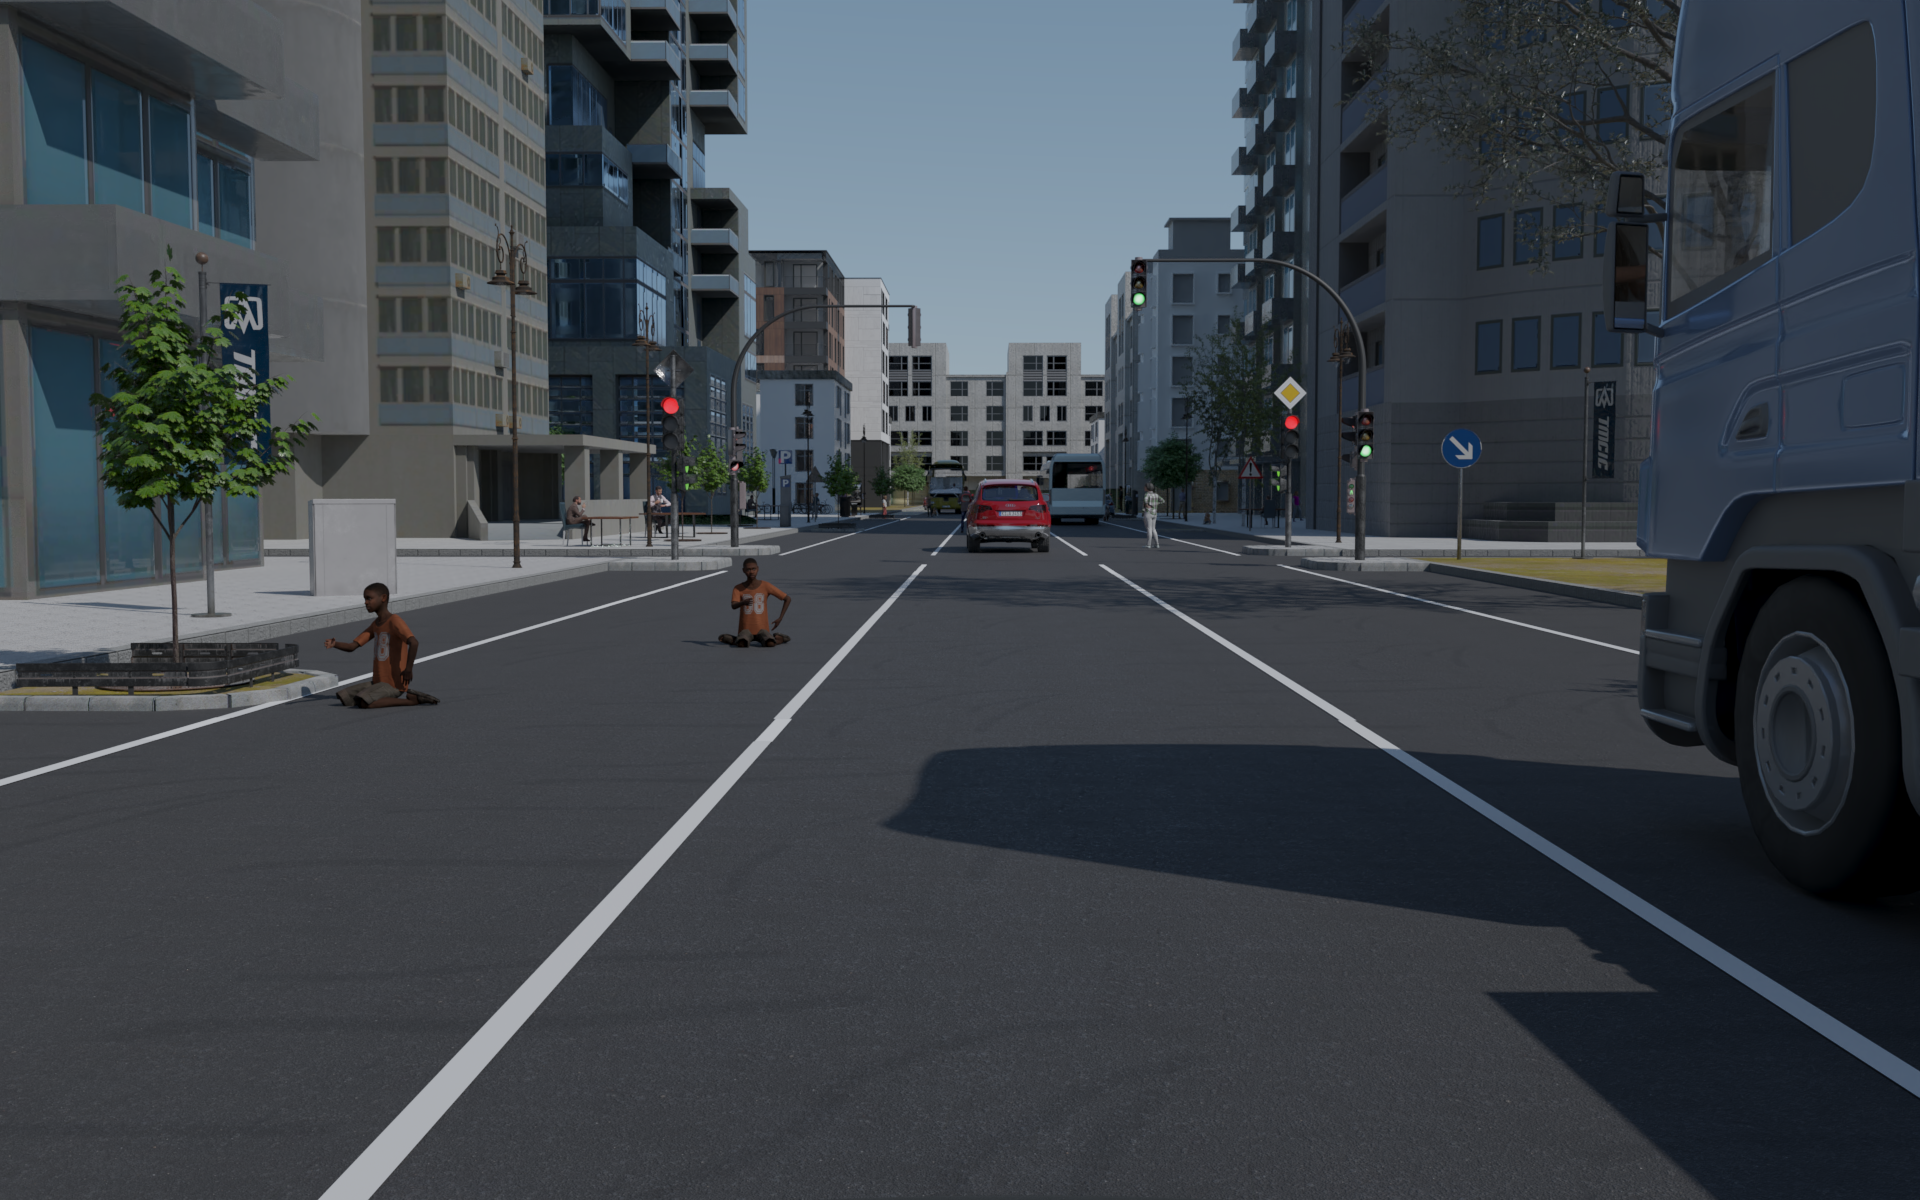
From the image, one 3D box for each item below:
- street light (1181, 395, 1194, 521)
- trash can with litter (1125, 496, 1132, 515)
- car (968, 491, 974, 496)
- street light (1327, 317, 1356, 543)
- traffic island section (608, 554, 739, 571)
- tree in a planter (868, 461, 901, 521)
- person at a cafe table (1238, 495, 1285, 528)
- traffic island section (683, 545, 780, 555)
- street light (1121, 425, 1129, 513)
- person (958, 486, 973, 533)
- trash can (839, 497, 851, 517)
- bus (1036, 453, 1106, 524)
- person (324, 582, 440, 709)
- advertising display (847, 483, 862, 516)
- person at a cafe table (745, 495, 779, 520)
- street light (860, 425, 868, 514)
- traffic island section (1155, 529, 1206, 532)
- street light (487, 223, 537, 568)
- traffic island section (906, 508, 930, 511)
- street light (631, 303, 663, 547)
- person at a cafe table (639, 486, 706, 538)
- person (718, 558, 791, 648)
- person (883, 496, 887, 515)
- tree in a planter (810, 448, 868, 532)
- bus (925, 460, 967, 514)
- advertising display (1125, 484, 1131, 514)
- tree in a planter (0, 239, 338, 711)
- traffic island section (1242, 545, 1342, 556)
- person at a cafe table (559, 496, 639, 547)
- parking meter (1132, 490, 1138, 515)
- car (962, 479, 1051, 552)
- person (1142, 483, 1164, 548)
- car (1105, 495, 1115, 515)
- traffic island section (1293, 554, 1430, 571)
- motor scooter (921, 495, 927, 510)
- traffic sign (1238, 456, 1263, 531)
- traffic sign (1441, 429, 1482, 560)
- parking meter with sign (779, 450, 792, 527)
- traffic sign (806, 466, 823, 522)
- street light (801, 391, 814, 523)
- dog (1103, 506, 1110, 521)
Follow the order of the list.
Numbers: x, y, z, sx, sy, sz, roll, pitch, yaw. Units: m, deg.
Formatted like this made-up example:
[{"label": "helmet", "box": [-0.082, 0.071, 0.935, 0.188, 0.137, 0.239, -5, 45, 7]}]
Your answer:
[{"label": "street light", "box": [10.593, -6.614, 80.926, 0.468, 5.910, 1.993, 0, 4, 1]}, {"label": "trash can with litter", "box": [10.781, -5.969, 108.983, 0.624, 1.170, 1.055, -1, 4, -15]}, {"label": "car", "box": [0.232, -10.233, 175.975, 2.281, 1.827, 5.304, 0, 4, -1]}, {"label": "street light", "box": [9.969, -4.443, 45.434, 0.468, 5.910, 1.993, 0, 4, 1]}, {"label": "traffic island section", "box": [-5.590, -0.707, 33.847, 2.009, 0.180, 2.903, 0, 4, 1]}, {"label": "tree in a planter", "box": [-4.249, -5.950, 94.508, 1.991, 3.239, 1.994, 0, 4, 1]}, {"label": "person at a cafe table", "box": [11.502, -3.330, 65.308, 1.698, 1.238, 1.726, 0, 4, -2]}, {"label": "traffic island section", "box": [-5.456, -1.196, 41.831, 2.009, 0.180, 2.903, 0, 4, 1]}, {"label": "street light", "box": [11.105, -8.774, 116.242, 0.468, 5.910, 1.993, 0, 4, 1]}, {"label": "person", "box": [0.244, -3.349, 64.077, 0.655, 1.722, 0.431, 2, 4, 29]}, {"label": "trash can", "box": [-6.409, -5.198, 96.647, 0.748, 1.137, 0.748, 0, 3, 0]}, {"label": "bus", "box": [5.391, -5.516, 85.045, 2.948, 3.499, 13.247, 0, 4, 1]}, {"label": "person", "box": [-3.971, 0.311, 11.706, 0.859, 0.850, 0.655, 3, 5, 42]}, {"label": "advertising display", "box": [-6.326, -6.021, 103.659, 0.974, 1.923, 0.123, 1, 4, 20]}, {"label": "person at a cafe table", "box": [-9.811, -4.550, 85.255, 1.726, 1.238, 1.698, -2, 4, -27]}, {"label": "street light", "box": [-6.271, -8.602, 113.425, 0.468, 5.910, 1.993, 0, 4, 1]}, {"label": "traffic island section", "box": [8.318, -2.654, 66.265, 1.991, 0.108, 1.994, 0, 4, 1]}, {"label": "street light", "box": [-7.693, -3.493, 29.894, 0.468, 5.910, 1.993, 0, 4, 1]}, {"label": "traffic island section", "box": [-3.427, -7.385, 143.617, 1.991, 0.108, 1.994, 0, 4, 1]}, {"label": "street light", "box": [-7.560, -4.232, 41.975, 0.468, 5.910, 1.993, 0, 4, 1]}, {"label": "person at a cafe table", "box": [-8.675, -2.599, 51.016, 1.622, 1.524, 1.698, 3, 5, 40]}, {"label": "person", "box": [-1.906, 0.031, 16.272, 0.859, 0.850, 0.655, 0, 4, -8]}, {"label": "person", "box": [-4.234, -5.241, 98.105, 0.340, 1.345, 0.435, -1, 4, -12]}, {"label": "tree in a planter", "box": [-4.713, -4.264, 66.931, 1.991, 3.239, 1.994, 0, 4, 1]}, {"label": "bus", "box": [-0.947, -8.354, 128.135, 2.896, 3.916, 12.252, 0, 4, 0]}, {"label": "advertising display", "box": [11.100, -6.696, 114.699, 0.123, 1.923, 0.974, 1, 4, 21]}, {"label": "tree in a planter", "box": [-5.628, -0.924, 12.330, 1.991, 3.239, 1.994, 0, 4, 1]}, {"label": "traffic island section", "box": [7.903, -1.182, 41.603, 2.009, 0.180, 2.903, 0, 4, 1]}, {"label": "person at a cafe table", "box": [-8.942, -1.939, 42.559, 1.726, 1.238, 1.698, 0, 4, 2]}, {"label": "parking meter", "box": [10.703, -5.962, 105.892, 0.372, 1.533, 0.369, 0, 3, 0]}, {"label": "car", "box": [1.189, -2.167, 44.108, 2.281, 1.827, 5.304, 0, 4, 0]}, {"label": "person", "box": [5.059, -2.245, 45.928, 0.841, 1.734, 0.376, -3, 5, -43]}, {"label": "car", "box": [8.808, -5.965, 109.526, 2.014, 1.417, 4.499, 0, 4, 0]}, {"label": "traffic island section", "box": [7.770, -0.693, 33.619, 2.009, 0.180, 2.903, 0, 4, 1]}, {"label": "motor scooter", "box": [-3.035, -8.618, 153.683, 0.815, 1.314, 1.986, 0, 4, 2]}, {"label": "traffic sign", "box": [9.990, -3.645, 59.595, 0.884, 2.594, 0.081, 0, 4, 2]}, {"label": "traffic sign", "box": [9.752, -2.059, 33.766, 0.768, 2.556, 0.104, 0, 4, 4]}, {"label": "parking meter with sign", "box": [-6.867, -4.389, 68.028, 0.543, 3.016, 1.738, 0, 4, -5]}, {"label": "traffic sign", "box": [-6.630, -4.847, 79.251, 0.884, 2.594, 0.081, 1, 4, 9]}, {"label": "street light", "box": [-6.807, -6.414, 77.663, 0.468, 5.910, 1.993, 0, 4, 1]}, {"label": "dog", "box": [7.854, -4.591, 91.900, 0.513, 0.831, 0.800, 2, 4, 27]}]
